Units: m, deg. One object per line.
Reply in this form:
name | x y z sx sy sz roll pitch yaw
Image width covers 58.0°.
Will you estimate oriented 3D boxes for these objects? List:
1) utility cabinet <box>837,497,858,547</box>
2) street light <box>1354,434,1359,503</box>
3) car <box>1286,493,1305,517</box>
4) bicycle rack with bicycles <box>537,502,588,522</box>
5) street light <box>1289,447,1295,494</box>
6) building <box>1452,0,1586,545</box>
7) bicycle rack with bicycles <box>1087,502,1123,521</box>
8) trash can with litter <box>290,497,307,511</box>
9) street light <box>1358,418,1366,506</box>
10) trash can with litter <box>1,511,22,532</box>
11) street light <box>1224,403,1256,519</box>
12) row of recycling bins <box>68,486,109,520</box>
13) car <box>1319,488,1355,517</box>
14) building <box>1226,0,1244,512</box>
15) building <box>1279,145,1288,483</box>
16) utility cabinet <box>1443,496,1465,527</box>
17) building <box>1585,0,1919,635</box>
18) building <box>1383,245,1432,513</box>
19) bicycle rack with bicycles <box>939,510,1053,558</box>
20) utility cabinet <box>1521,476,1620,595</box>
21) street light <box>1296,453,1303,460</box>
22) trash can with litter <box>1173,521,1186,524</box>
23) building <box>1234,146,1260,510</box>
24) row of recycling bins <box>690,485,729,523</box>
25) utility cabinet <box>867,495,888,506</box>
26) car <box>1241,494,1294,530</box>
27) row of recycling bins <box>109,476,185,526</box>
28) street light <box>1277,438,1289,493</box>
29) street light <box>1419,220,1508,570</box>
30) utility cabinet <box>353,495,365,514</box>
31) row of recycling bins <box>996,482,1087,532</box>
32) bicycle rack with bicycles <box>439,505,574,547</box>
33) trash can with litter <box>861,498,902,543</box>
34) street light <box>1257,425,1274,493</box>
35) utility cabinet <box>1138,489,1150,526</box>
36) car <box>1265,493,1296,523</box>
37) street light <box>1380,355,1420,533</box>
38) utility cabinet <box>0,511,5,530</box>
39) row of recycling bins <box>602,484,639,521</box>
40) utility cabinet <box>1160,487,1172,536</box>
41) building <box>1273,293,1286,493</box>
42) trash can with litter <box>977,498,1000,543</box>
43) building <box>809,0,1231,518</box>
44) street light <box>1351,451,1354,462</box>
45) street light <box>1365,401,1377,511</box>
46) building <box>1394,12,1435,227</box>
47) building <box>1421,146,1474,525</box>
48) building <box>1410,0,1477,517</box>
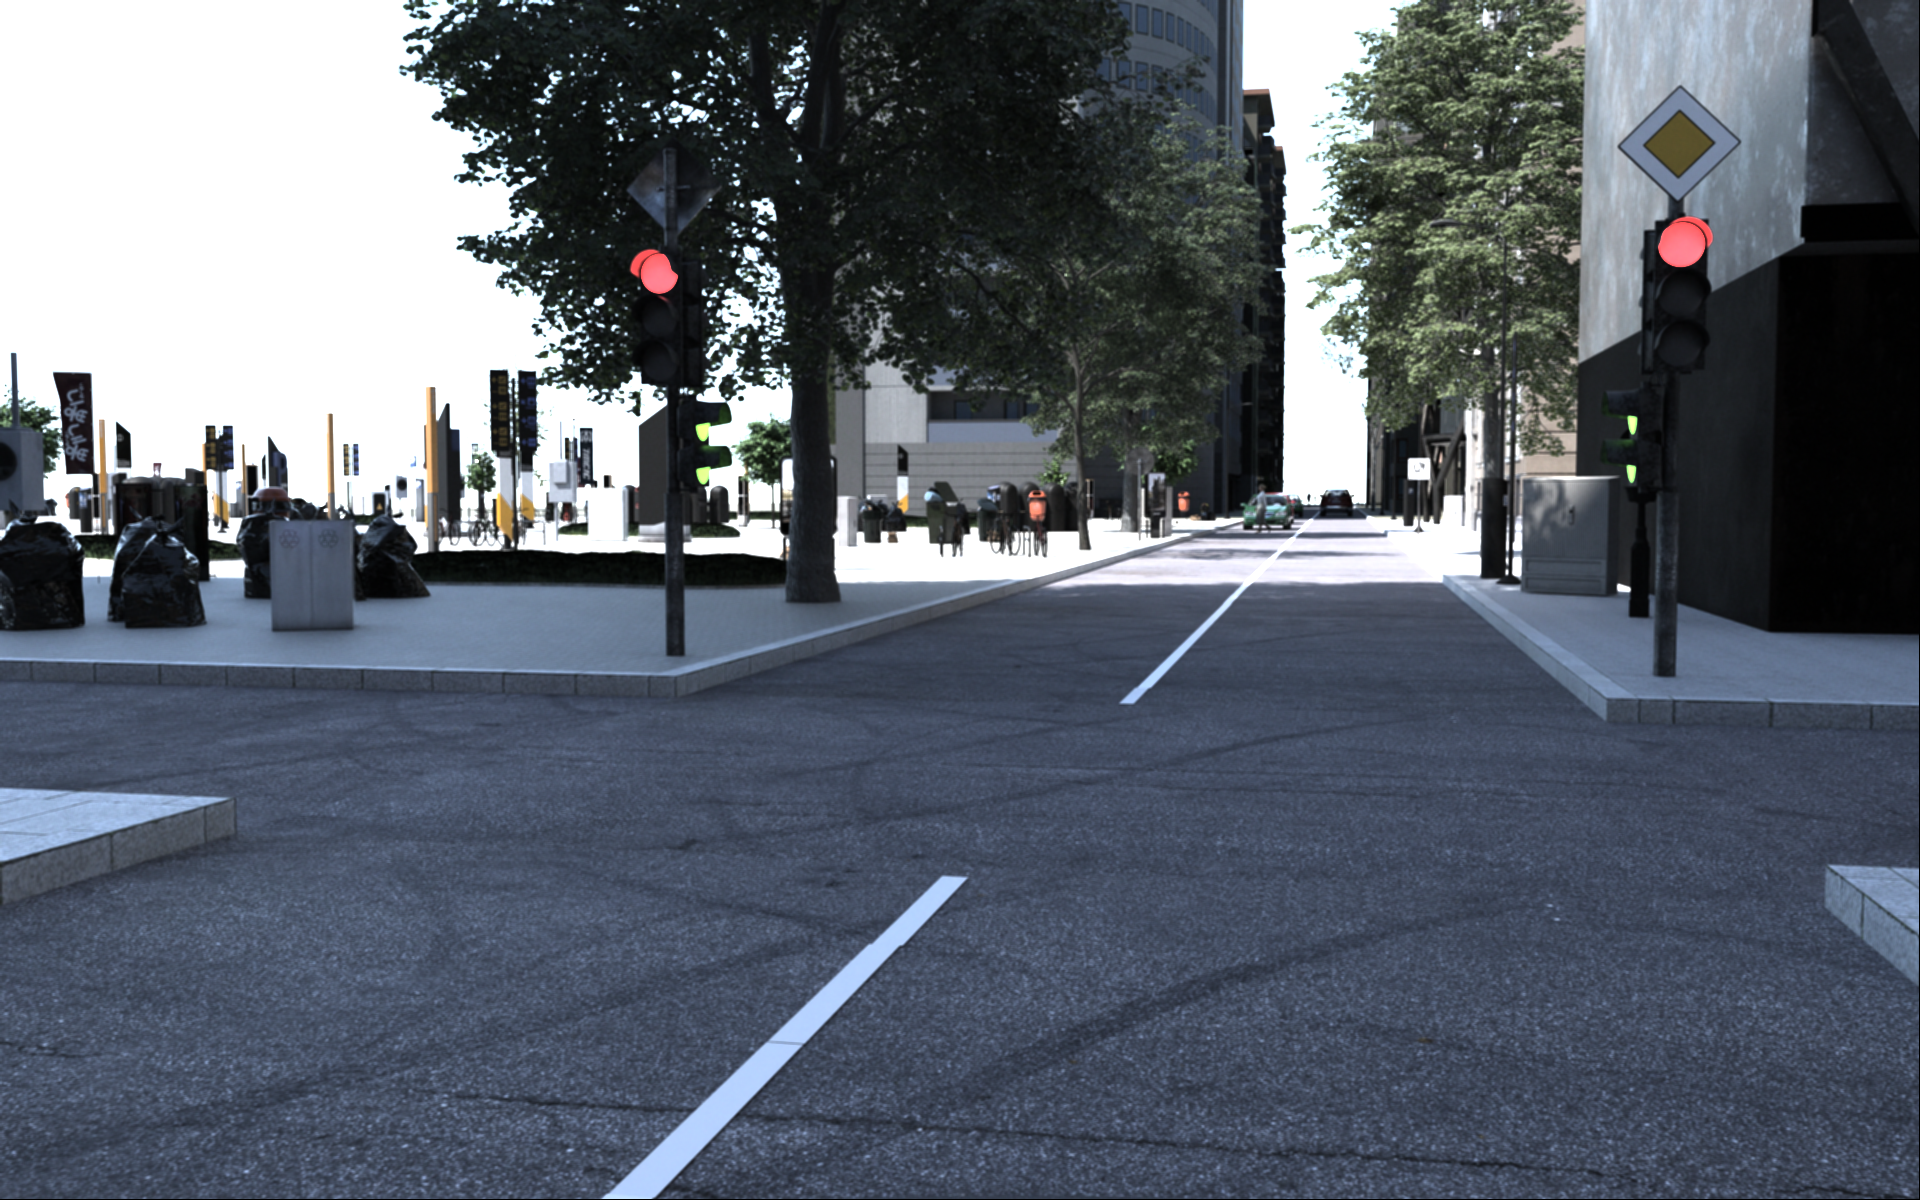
utility cabinet | -2.744 -1.908 42.361 0.306 1.237 1.020 1 4 9
street light | 31.143 -9.800 132.765 1.470 5.913 1.316 1 4 12
car | 20.468 -6.058 107.851 1.959 1.807 4.718 1 4 11
bicycle rack with bicycles | -17.259 -3.736 74.460 2.852 0.926 2.925 -3 4 -37
street light | 31.939 -12.072 169.919 1.470 5.913 1.316 1 4 12
building | 22.180 -16.188 50.584 13.634 28.700 20.117 1 4 12
bicycle rack with bicycles | 6.824 -4.242 82.745 2.852 0.926 2.925 0 4 3
trash can with litter | -22.985 -2.996 60.376 0.624 1.170 1.055 0 4 -3
street light | 25.138 -8.118 105.277 1.470 5.913 1.316 1 4 12
trash can with litter | -30.942 -2.734 56.082 1.055 1.170 0.624 -2 4 -28
street light | 14.230 -7.095 88.544 1.470 5.913 1.316 1 4 12
row of recycling bins | -43.047 -4.906 87.334 3.534 1.692 1.069 -1 4 -12
car | 24.354 -6.316 111.947 2.281 1.827 5.304 1 4 13
building | 12.899 -29.006 124.359 14.600 45.320 14.200 1 4 12
building | 29.020 -34.260 214.771 22.147 44.769 28.867 1 4 12
utility cabinet | 19.346 -3.457 67.678 0.306 1.237 1.020 -2 4 -26
building | 16.755 -9.253 18.745 16.811 18.784 16.820 1 4 12
building | 45.823 -17.280 127.572 27.650 21.520 28.899 1 4 12
bicycle rack with bicycles | 0.628 -1.378 35.916 2.852 0.926 2.925 0 4 0
utility cabinet | 7.766 -0.820 22.082 0.318 1.500 1.173 -3 5 -42
street light | 38.145 -13.784 197.901 1.470 5.913 1.316 1 4 12
trash can with litter | 8.692 -3.855 74.091 2.233 1.210 1.678 -1 4 -14
building | 19.007 -23.336 153.242 14.160 30.474 14.107 1 4 12
row of recycling bins | -11.892 -4.212 75.986 3.534 1.692 1.069 -1 4 -16
utility cabinet | -4.094 -4.586 86.149 1.020 1.237 0.306 -2 4 -33
car | 12.507 -3.583 70.381 2.131 1.459 4.920 1 4 12
row of recycling bins | -18.420 -2.008 39.948 1.069 1.692 3.534 -1 4 -9
street light | 26.437 -10.520 144.542 1.470 5.913 1.316 1 4 12
street light | 8.651 -3.478 29.413 1.470 5.913 1.316 1 4 12
utility cabinet | -32.638 -5.070 94.061 1.020 1.237 0.306 2 4 35
row of recycling bins | 2.733 -3.160 58.771 3.534 1.692 1.069 -2 4 -27
bicycle rack with bicycles | -11.590 -1.818 43.110 2.852 0.926 2.925 -2 4 -34
trash can with litter | -2.053 -2.072 45.265 1.055 1.170 0.624 -1 4 -9
street light | 20.337 -8.791 116.275 1.470 5.913 1.316 1 4 12
utility cabinet | 7.757 -3.725 69.587 1.173 1.500 0.318 2 4 25
car | 15.219 -4.583 83.966 2.155 1.783 4.494 1 4 14
street light | 14.716 -5.195 57.480 1.470 5.913 1.316 1 4 12
utility cabinet | -34.120 -3.106 61.938 0.306 1.237 1.020 1 4 15
row of recycling bins | -13.409 -3.943 71.579 3.534 1.692 1.069 2 4 29
utility cabinet | 6.098 -2.658 52.132 0.318 1.500 1.173 1 4 20
building | 36.828 -28.365 235.462 14.160 30.474 14.107 1 4 12
trash can with litter | 0.869 -2.131 46.223 0.624 1.170 1.055 -2 4 -25
building | 4.651 -34.324 103.194 21.231 58.520 28.212 1 4 12
street light | 37.160 -11.488 160.363 1.470 5.913 1.316 1 4 12
street light | 20.779 -6.880 85.027 1.470 5.913 1.316 1 4 12
building | 44.400 -28.479 149.232 14.154 41.232 14.086 1 4 12
building | 28.489 -12.662 74.474 16.820 18.784 16.811 1 4 12
building | 37.369 -27.135 98.275 22.147 44.769 28.867 1 4 12
